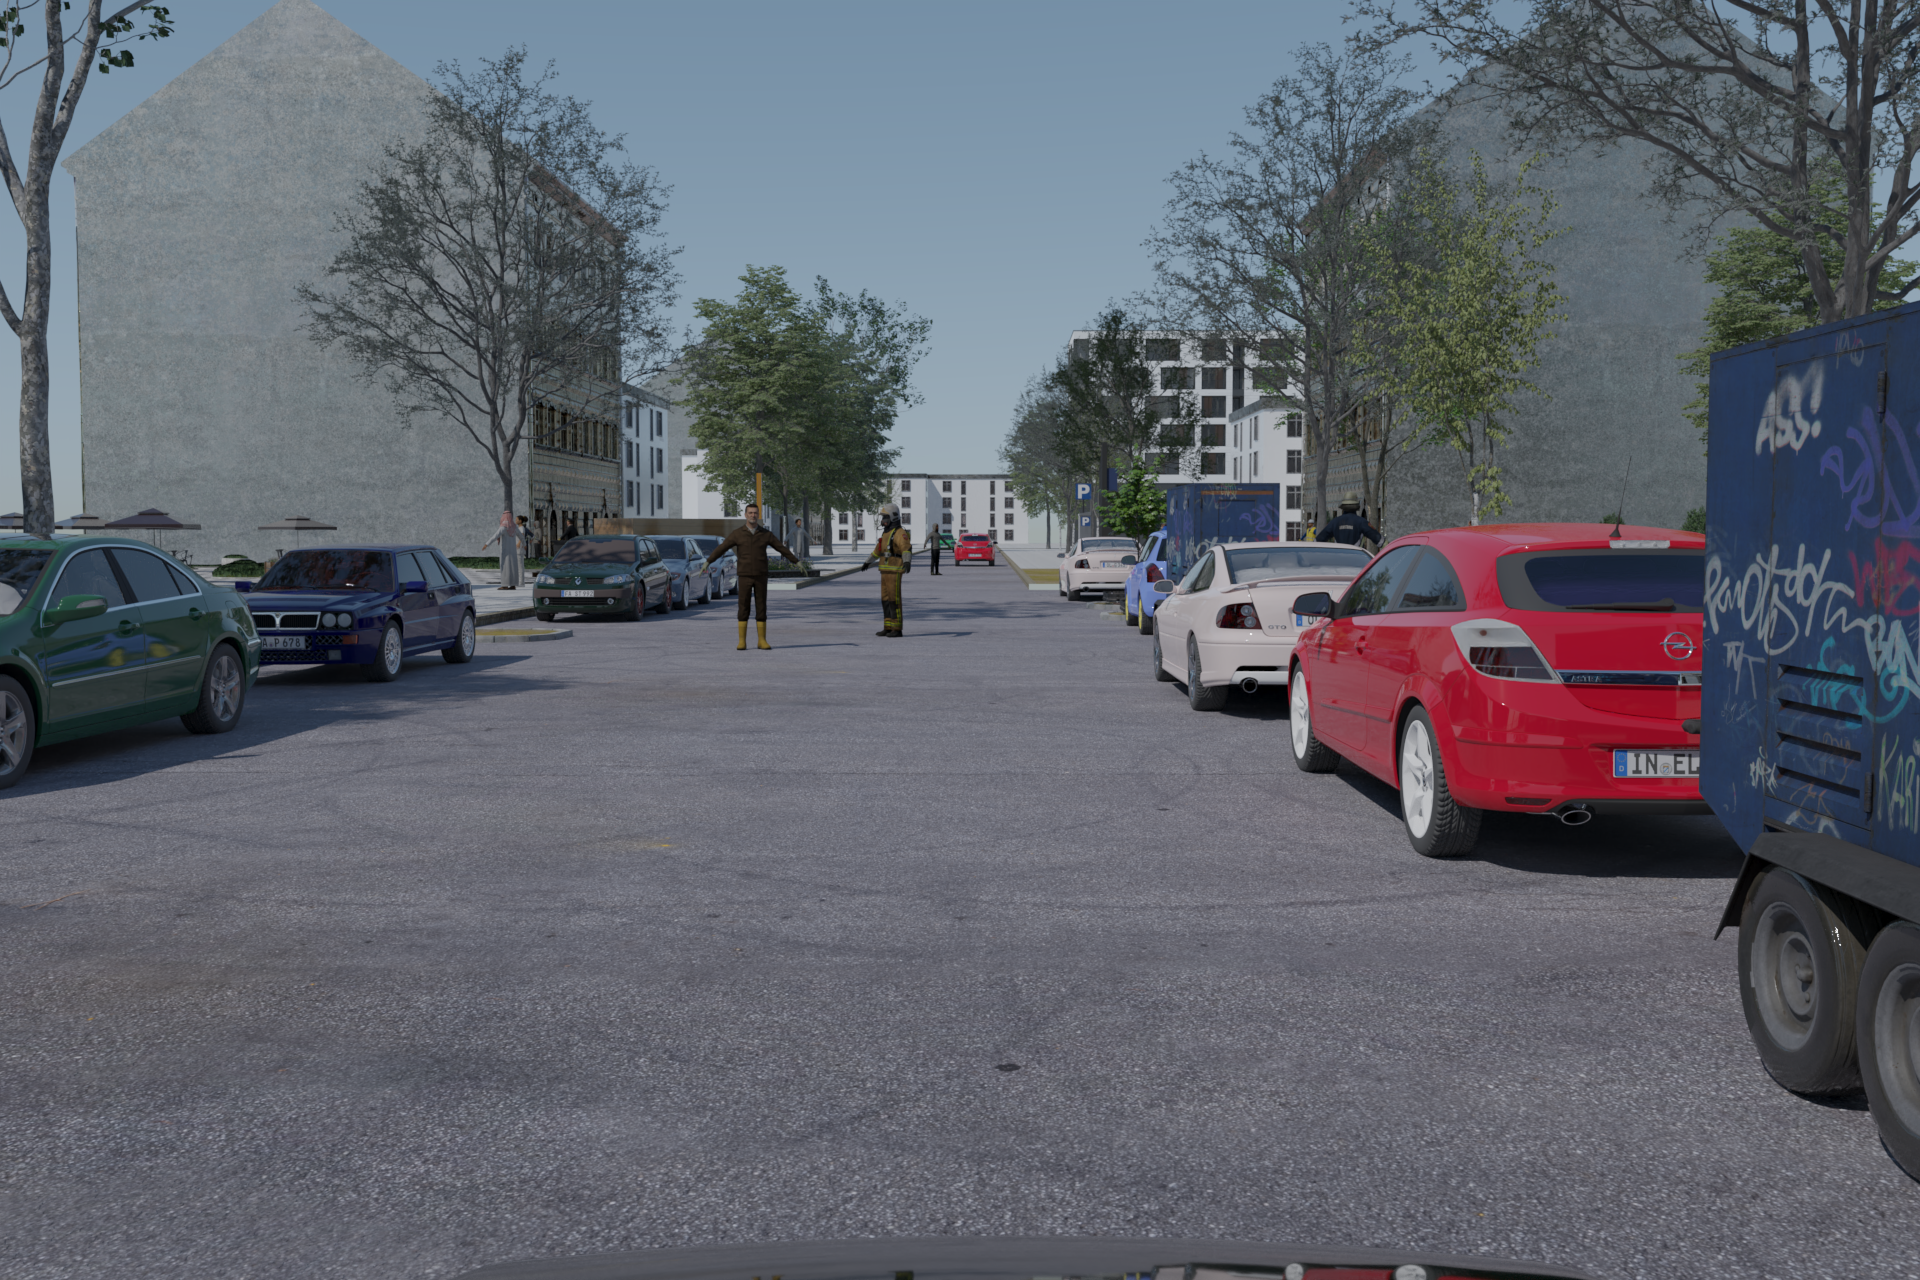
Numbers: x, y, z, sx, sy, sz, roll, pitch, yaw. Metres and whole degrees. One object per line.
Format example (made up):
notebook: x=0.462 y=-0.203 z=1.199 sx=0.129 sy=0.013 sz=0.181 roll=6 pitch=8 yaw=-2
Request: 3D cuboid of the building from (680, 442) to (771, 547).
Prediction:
building: x=-23.085 y=-14.013 z=171.263 sx=9.099 sy=9.664 sz=28.070 roll=0 pitch=4 yaw=0

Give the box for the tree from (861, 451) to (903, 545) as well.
tree: x=-7.090 y=-11.994 z=146.462 sx=4.360 sy=8.622 sz=3.978 roll=0 pitch=3 yaw=0

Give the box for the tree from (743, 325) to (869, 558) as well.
tree: x=-8.834 y=-10.782 z=94.412 sx=7.486 sy=12.596 sz=7.792 roll=0 pitch=3 yaw=0

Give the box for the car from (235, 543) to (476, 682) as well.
car: x=-6.334 y=-0.331 z=17.986 sx=1.945 sy=1.354 sz=3.894 roll=0 pitch=4 yaw=1

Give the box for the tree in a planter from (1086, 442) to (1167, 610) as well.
tree in a planter: x=3.466 y=-2.224 z=33.577 sx=1.991 sy=3.239 sz=1.994 roll=0 pitch=4 yaw=0

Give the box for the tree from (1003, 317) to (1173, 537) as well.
tree: x=7.556 y=-11.422 z=97.125 sx=12.009 sy=13.543 sz=11.850 roll=0 pitch=3 yaw=0

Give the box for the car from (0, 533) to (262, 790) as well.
car: x=-6.225 y=0.039 z=11.157 sx=2.131 sy=1.459 sz=4.920 roll=0 pitch=4 yaw=1

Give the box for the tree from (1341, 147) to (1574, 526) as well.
tree: x=9.477 y=-5.011 z=32.287 sx=4.737 sy=8.622 sz=4.395 roll=0 pitch=3 yaw=0

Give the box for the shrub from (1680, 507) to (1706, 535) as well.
shrub: x=19.894 y=-2.605 z=46.631 sx=1.661 sy=2.075 sz=1.752 roll=0 pitch=3 yaw=0

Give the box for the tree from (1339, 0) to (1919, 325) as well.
tree: x=9.055 y=-6.557 z=17.581 sx=12.009 sy=13.543 sz=11.850 roll=0 pitch=3 yaw=0

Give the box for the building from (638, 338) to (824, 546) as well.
building: x=-25.307 y=-22.241 z=194.563 sx=19.493 sy=23.208 sz=18.063 roll=0 pitch=4 yaw=1

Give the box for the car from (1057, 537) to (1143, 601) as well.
car: x=3.215 y=-1.591 z=38.377 sx=2.083 sy=1.381 sz=4.827 roll=0 pitch=4 yaw=0

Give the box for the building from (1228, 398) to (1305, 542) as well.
building: x=23.190 y=-10.098 z=107.258 sx=9.099 sy=9.664 sz=28.070 roll=0 pitch=4 yaw=0

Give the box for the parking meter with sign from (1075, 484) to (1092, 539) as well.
parking meter with sign: x=4.246 y=-3.843 z=59.101 sx=0.543 sy=3.016 sz=1.738 roll=0 pitch=4 yaw=1

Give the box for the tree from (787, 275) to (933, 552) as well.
tree: x=-8.017 y=-16.536 z=126.245 sx=12.611 sy=20.169 sz=13.585 roll=0 pitch=3 yaw=0

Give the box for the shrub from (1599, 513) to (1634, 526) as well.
shrub: x=22.515 y=-3.416 z=59.895 sx=1.661 sy=2.075 sz=1.752 roll=0 pitch=3 yaw=0

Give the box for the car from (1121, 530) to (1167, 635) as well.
car: x=3.407 y=-0.997 z=25.897 sx=1.945 sy=1.707 sz=3.694 roll=0 pitch=4 yaw=1

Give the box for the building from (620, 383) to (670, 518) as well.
building: x=-22.706 y=-10.188 z=108.723 sx=9.099 sy=9.664 sz=28.070 roll=0 pitch=4 yaw=1

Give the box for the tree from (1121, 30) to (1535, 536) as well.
tree: x=9.046 y=-8.099 z=42.790 sx=12.009 sy=13.543 sz=11.850 roll=0 pitch=3 yaw=0

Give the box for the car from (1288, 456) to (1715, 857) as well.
car: x=2.926 y=-0.008 z=9.167 sx=2.155 sy=1.783 sz=4.494 roll=0 pitch=4 yaw=0

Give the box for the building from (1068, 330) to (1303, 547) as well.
building: x=25.624 y=-21.137 z=189.571 sx=27.936 sy=21.610 sz=32.646 roll=0 pitch=4 yaw=1

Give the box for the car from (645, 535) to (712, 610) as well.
car: x=-6.000 y=-1.357 z=34.183 sx=2.014 sy=1.417 sz=4.499 roll=0 pitch=4 yaw=1

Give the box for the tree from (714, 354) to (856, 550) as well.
tree: x=-8.743 y=-9.181 z=84.523 sx=7.601 sy=10.594 sz=8.767 roll=-1 pitch=4 yaw=-20

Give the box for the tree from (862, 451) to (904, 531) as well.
tree: x=-7.536 y=-12.292 z=151.330 sx=4.360 sy=8.622 sz=3.978 roll=0 pitch=3 yaw=0

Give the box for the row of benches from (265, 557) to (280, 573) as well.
row of benches: x=-17.504 y=-1.819 z=45.204 sx=1.422 sy=0.672 sz=4.104 roll=-2 pitch=4 yaw=-30

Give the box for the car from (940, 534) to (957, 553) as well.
car: x=-1.185 y=-7.680 z=134.363 sx=1.959 sy=1.807 sz=4.718 roll=0 pitch=4 yaw=1

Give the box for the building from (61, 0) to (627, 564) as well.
building: x=-26.713 y=-15.211 z=79.621 sx=19.493 sy=23.208 sz=18.063 roll=0 pitch=4 yaw=1

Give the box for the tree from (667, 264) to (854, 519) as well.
tree: x=-8.362 y=-9.462 z=72.833 sx=7.486 sy=12.596 sz=7.792 roll=0 pitch=3 yaw=0

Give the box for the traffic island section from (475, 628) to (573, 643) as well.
traffic island section: x=-6.437 y=-0.059 z=23.838 sx=1.991 sy=0.108 sz=1.994 roll=0 pitch=4 yaw=2

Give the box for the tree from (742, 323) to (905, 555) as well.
tree: x=-8.106 y=-12.095 z=104.412 sx=9.857 sy=13.997 sz=8.962 roll=0 pitch=3 yaw=0

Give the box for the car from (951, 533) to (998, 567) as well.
car: x=0.652 y=-4.212 z=77.902 sx=2.155 sy=1.783 sz=4.494 roll=0 pitch=4 yaw=0

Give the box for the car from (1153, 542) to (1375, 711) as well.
car: x=2.814 y=-0.186 z=15.403 sx=2.083 sy=1.381 sz=4.827 roll=0 pitch=4 yaw=1

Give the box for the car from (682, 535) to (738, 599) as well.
car: x=-6.069 y=-1.681 z=39.487 sx=2.014 sy=1.417 sz=4.499 roll=0 pitch=4 yaw=0

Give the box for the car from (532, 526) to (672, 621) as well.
car: x=-6.087 y=-1.220 z=29.738 sx=2.009 sy=1.686 sz=4.222 roll=0 pitch=4 yaw=1

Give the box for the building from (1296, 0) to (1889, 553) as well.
building: x=25.933 y=-14.970 z=75.681 sx=19.493 sy=23.208 sz=18.063 roll=0 pitch=4 yaw=1

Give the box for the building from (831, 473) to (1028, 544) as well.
building: x=-4.459 y=-18.031 z=239.414 sx=28.070 sy=9.664 sz=9.099 roll=0 pitch=4 yaw=2
